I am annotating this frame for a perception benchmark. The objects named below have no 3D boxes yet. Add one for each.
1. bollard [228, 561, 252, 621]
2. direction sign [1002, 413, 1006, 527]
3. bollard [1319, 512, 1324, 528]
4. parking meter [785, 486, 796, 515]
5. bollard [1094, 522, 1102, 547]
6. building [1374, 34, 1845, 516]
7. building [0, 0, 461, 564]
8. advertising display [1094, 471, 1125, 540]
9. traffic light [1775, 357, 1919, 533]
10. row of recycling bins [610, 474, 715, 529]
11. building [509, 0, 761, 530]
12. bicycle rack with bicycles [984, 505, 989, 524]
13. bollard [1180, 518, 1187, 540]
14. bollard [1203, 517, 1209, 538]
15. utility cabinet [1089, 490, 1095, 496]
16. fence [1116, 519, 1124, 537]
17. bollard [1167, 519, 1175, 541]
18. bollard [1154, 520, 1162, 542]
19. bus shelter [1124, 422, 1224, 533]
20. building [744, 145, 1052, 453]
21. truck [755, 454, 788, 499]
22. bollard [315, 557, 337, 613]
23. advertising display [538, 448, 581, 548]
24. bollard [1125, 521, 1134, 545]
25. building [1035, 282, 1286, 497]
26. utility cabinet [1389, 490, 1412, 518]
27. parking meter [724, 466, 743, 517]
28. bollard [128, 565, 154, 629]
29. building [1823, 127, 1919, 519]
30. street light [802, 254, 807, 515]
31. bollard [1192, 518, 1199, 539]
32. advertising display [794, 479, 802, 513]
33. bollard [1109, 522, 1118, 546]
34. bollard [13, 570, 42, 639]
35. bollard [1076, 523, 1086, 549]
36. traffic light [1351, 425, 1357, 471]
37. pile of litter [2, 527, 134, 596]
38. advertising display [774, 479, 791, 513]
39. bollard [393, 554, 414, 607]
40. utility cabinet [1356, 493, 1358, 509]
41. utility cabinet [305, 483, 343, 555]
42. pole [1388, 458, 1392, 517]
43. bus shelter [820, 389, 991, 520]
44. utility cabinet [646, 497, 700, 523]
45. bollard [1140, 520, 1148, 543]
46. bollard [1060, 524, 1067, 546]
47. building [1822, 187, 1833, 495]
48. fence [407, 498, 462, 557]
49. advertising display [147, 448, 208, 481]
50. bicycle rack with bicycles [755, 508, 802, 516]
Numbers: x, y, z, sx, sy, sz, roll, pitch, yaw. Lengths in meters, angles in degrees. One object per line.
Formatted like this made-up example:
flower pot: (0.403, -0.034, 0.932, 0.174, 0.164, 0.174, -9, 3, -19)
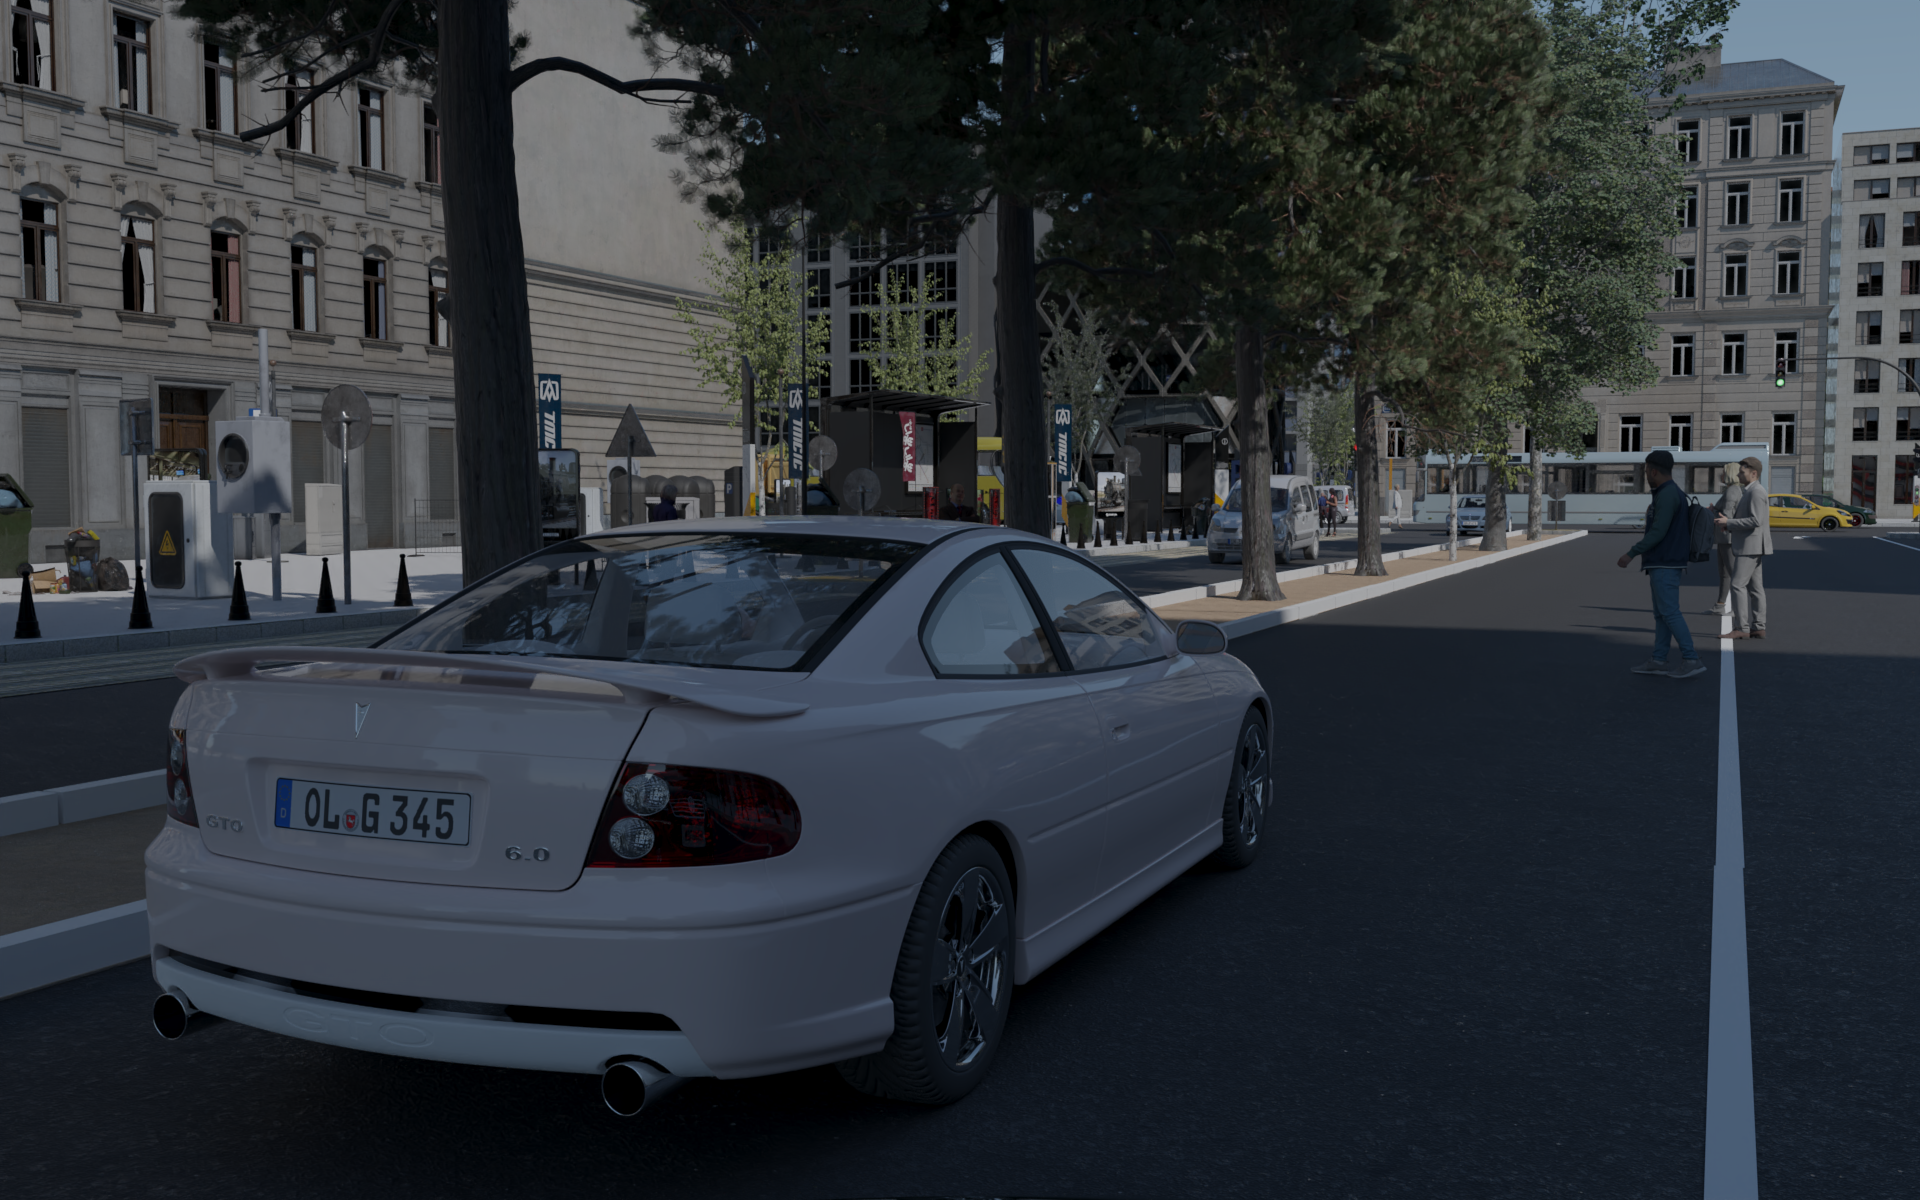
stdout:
bollard: (-7.340, -0.097, 17.628, 0.229, 0.601, 0.229, 0, 3, 0)
direction sign: (1.269, -3.478, 48.863, 0.379, 3.537, 0.876, 1, 4, 12)
bollard: (13.510, -2.982, 64.795, 0.229, 0.601, 0.229, 0, 3, 0)
parking meter: (-5.480, -2.909, 55.968, 0.372, 1.533, 0.369, 0, 3, 0)
bollard: (3.324, -1.573, 41.753, 0.229, 0.601, 0.229, 0, 3, 0)
building: (36.770, -18.561, 100.727, 25.104, 27.353, 12.463, 2, 4, 24)
building: (-19.700, -11.446, 36.298, 9.793, 20.994, 18.267, 2, 4, 24)
advertising display: (4.166, -2.620, 48.053, 0.974, 1.923, 0.123, -2, 4, -29)
traffic light: (29.493, -5.050, 57.231, 4.771, 5.953, 1.251, 2, 4, 24)
row of recycling bins: (-6.363, -1.865, 37.609, 1.069, 1.692, 3.534, 1, 4, 22)
building: (-24.376, -14.593, 57.678, 34.723, 24.649, 14.460, 2, 4, 24)
bicycle rack with bicycles: (0.027, -3.260, 66.680, 2.852, 0.926, 2.925, 2, 4, 29)
bollard: (6.238, -1.976, 48.344, 0.229, 0.601, 0.229, 0, 3, 0)
bollard: (7.207, -2.110, 50.536, 0.229, 0.601, 0.229, 0, 3, 0)
utility cabinet: (7.955, -5.893, 105.024, 0.318, 1.500, 1.173, 2, 4, 25)
fence: (4.806, -2.265, 52.408, 0.278, 0.683, 2.069, 0, 4, -4)
bollard: (5.757, -1.909, 47.250, 0.229, 0.601, 0.229, 0, 3, 0)
bollard: (5.269, -1.842, 46.152, 0.229, 0.601, 0.229, 0, 3, 0)
bus shelter: (7.373, -4.163, 59.350, 1.731, 3.624, 6.357, 2, 4, 24)
building: (-6.463, -20.003, 120.557, 24.014, 27.812, 14.314, 2, 4, 24)
truck: (-7.580, -5.391, 84.064, 9.791, 3.379, 3.469, 2, 4, 25)
bollard: (-6.856, -0.164, 18.721, 0.229, 0.601, 0.229, 0, 3, 0)
advertising display: (-5.825, -1.170, 24.348, 0.974, 1.923, 0.123, 0, 4, 2)
bollard: (4.295, -1.707, 43.951, 0.229, 0.601, 0.229, 0, 3, 0)
building: (12.975, -15.007, 112.813, 16.811, 18.784, 16.820, 2, 4, 24)
utility cabinet: (23.247, -5.061, 91.427, 1.173, 1.500, 0.318, 1, 4, 20)
parking meter: (-4.738, -1.871, 36.298, 0.255, 1.863, 0.399, -3, 5, -44)
bollard: (-7.826, -0.030, 16.528, 0.229, 0.601, 0.229, 0, 3, 0)
building: (55.558, -14.484, 91.564, 16.860, 20.320, 10.420, 2, 4, 24)
street light: (-2.167, -3.472, 29.301, 1.470, 5.913, 1.316, 2, 4, 24)
bollard: (6.721, -2.043, 49.437, 0.229, 0.601, 0.229, 0, 3, 0)
advertising display: (-5.835, -3.525, 62.853, 0.123, 1.923, 0.974, -1, 4, -22)
bollard: (3.807, -1.639, 42.846, 0.229, 0.601, 0.229, 0, 3, 0)
bollard: (-8.313, 0.038, 15.428, 0.229, 0.601, 0.229, 0, 3, 0)
bollard: (2.842, -1.506, 40.659, 0.229, 0.601, 0.229, 0, 3, 0)
traffic light: (14.774, -4.583, 63.845, 0.839, 4.253, 0.868, 2, 4, 24)
pile of litter: (-11.687, -0.535, 22.709, 1.719, 0.858, 1.176, -3, 5, -44)
advertising display: (-7.567, -4.200, 73.887, 0.123, 1.923, 0.974, 2, 4, 35)
bollard: (-6.372, -0.231, 19.814, 0.229, 0.601, 0.229, 0, 3, 0)
utility cabinet: (34.910, -8.636, 149.878, 1.173, 1.500, 0.318, 1, 4, 15)
utility cabinet: (-13.338, -1.695, 36.400, 0.318, 1.500, 1.173, 0, 4, 4)
pole: (24.542, -6.417, 98.766, 0.158, 3.312, 0.155, 0, 3, 0)
bus shelter: (-1.223, -3.097, 41.920, 1.731, 3.624, 6.357, 2, 4, 24)
utility cabinet: (-5.661, -1.408, 34.180, 1.020, 1.237, 0.306, 1, 4, 14)
bollard: (4.782, -1.774, 45.048, 0.229, 0.601, 0.229, 0, 3, 0)
bollard: (2.359, -1.439, 39.566, 0.229, 0.601, 0.229, 0, 3, 0)
building: (127.108, -35.810, 240.111, 28.867, 44.769, 22.147, 2, 4, 24)
fence: (-10.110, -1.476, 35.334, 2.264, 1.192, 0.480, 0, 4, 7)
advertising display: (-11.015, -1.174, 24.413, 0.974, 1.923, 0.123, 1, 4, 20)
bicycle rack with bicycles: (-5.877, -2.824, 59.559, 2.925, 0.926, 2.852, -2, 4, -27)
